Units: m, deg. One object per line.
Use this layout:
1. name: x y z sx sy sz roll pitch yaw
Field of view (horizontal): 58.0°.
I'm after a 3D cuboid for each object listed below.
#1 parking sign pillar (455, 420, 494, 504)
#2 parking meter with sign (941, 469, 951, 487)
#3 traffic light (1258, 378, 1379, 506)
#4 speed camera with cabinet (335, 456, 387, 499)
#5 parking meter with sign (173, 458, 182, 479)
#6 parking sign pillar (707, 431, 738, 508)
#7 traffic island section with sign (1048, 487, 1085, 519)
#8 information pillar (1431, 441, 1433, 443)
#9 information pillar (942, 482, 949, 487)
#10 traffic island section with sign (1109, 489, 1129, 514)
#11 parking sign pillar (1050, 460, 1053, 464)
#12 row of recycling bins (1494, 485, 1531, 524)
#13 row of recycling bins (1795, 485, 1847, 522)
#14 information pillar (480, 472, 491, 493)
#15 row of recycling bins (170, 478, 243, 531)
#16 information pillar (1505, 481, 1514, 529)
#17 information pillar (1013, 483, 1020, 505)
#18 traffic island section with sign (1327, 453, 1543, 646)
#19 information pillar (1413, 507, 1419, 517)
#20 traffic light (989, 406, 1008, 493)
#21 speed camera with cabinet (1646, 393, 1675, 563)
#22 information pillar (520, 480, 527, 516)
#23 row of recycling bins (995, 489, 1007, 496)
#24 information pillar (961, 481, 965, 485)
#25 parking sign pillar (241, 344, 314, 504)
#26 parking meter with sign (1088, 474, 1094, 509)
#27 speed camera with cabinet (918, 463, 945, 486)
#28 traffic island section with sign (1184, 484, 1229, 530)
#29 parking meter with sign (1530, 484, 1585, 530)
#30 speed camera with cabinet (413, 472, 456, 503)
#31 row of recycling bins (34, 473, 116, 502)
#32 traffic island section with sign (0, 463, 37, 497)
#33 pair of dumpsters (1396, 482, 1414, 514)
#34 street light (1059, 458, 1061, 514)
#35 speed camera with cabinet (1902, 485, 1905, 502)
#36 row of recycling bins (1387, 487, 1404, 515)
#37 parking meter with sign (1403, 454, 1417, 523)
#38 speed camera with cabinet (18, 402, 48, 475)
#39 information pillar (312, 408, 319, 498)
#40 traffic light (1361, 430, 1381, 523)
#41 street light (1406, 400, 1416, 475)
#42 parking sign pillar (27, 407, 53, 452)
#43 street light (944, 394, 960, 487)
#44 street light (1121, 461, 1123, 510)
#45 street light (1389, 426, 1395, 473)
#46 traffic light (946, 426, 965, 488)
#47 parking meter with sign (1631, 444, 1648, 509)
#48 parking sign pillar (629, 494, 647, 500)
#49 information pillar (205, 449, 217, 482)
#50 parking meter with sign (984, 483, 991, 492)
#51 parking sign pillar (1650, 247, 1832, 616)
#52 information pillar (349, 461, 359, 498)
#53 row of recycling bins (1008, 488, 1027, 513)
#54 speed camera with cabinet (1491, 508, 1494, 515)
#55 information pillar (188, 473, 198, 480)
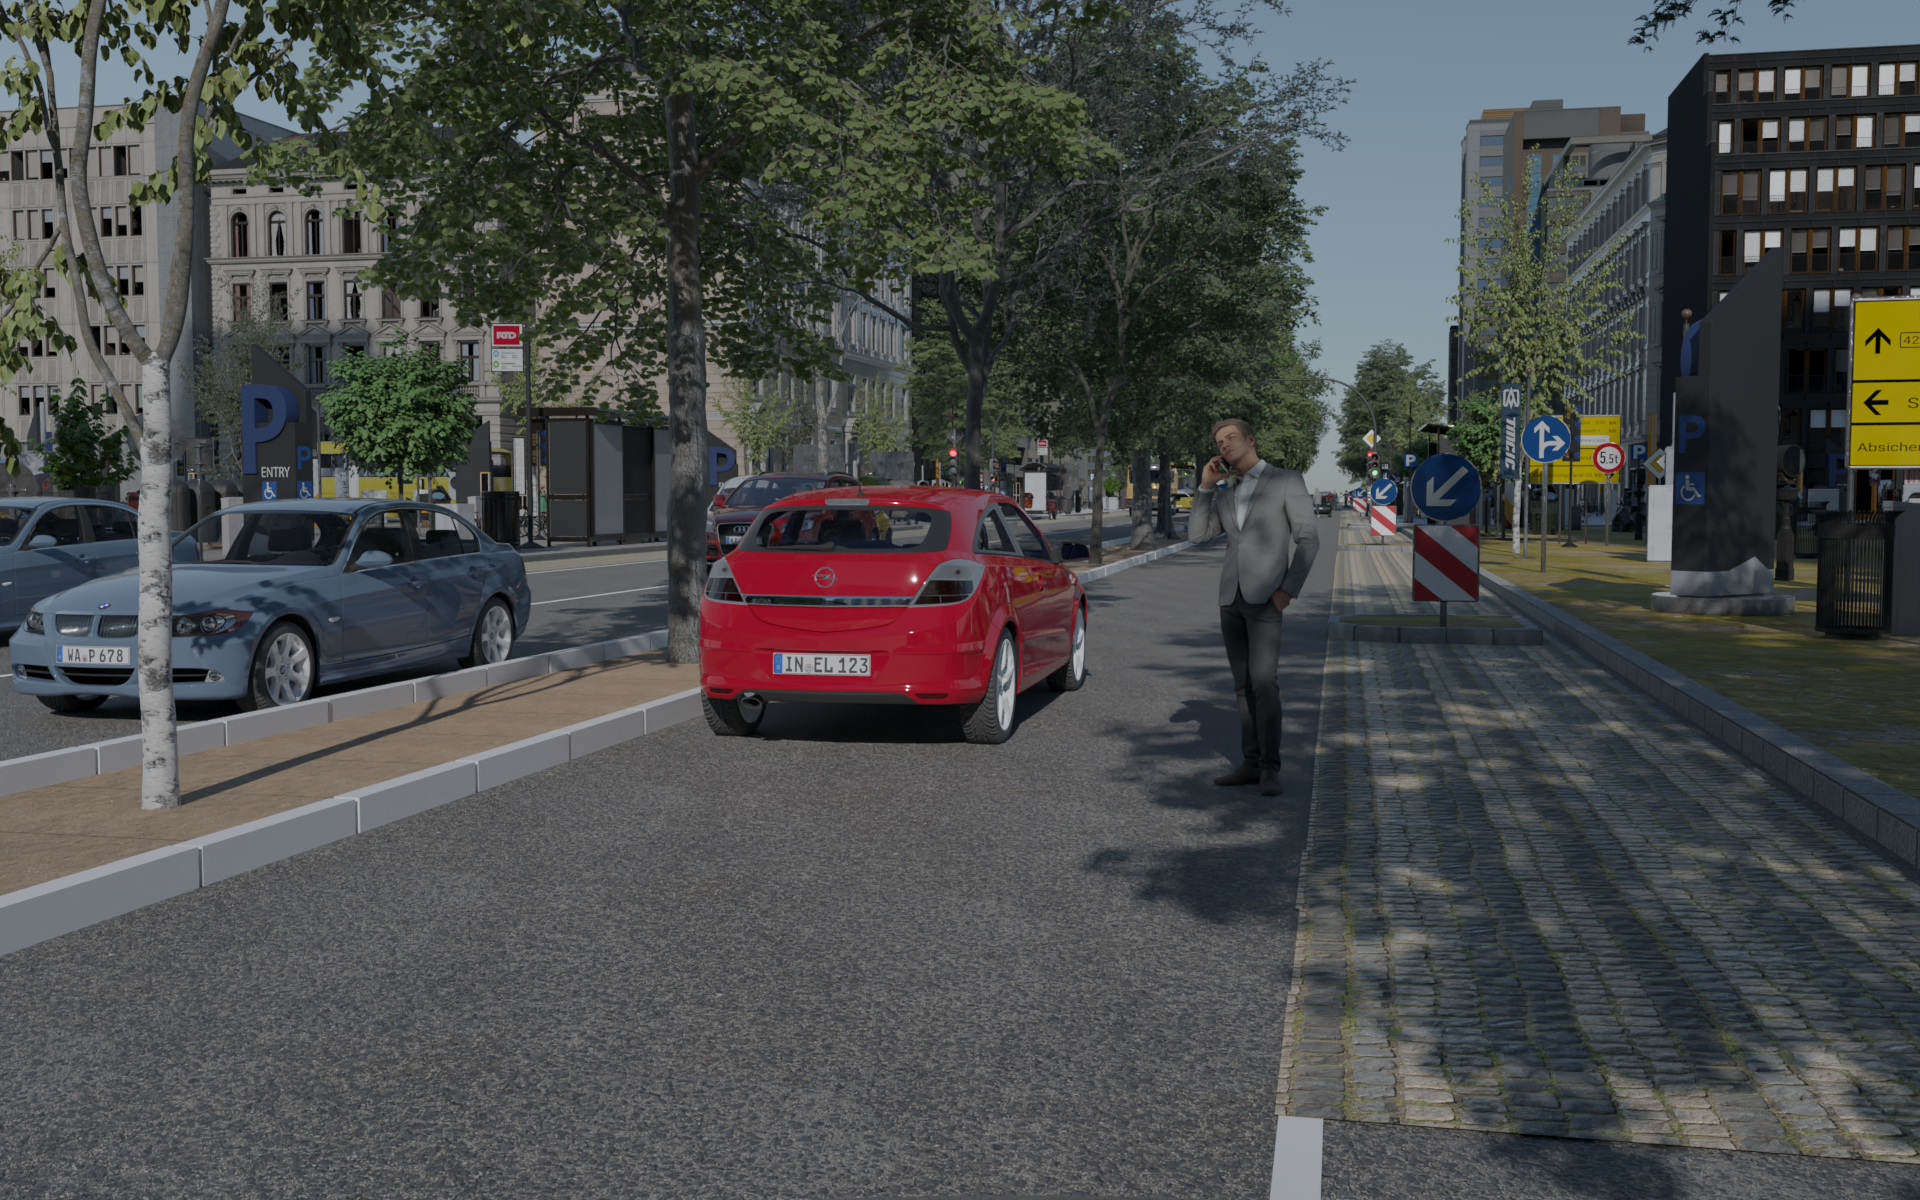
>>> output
1. parking sign pillar: -17.823 -4.594 63.581 1.447 3.967 1.447 0 4 6
2. parking meter with sign: -0.842 -6.766 106.892 0.543 3.016 1.738 -2 4 -26
3. traffic light: 14.104 -5.706 67.965 4.771 5.953 1.251 1 4 12
4. speed camera with cabinet: -25.715 -4.894 74.355 2.038 3.252 0.660 -2 4 -34
5. parking meter with sign: -28.437 -4.019 61.964 1.738 3.016 0.543 3 5 43
6. parking sign pillar: -9.858 -5.092 71.732 1.447 3.967 1.447 -1 4 -21
7. traffic island section with sign: 6.210 -5.618 100.488 1.989 1.847 2.006 1 4 12
8. information pillar: 20.974 -5.235 76.946 0.183 3.616 0.504 2 4 28
9. information pillar: -0.870 -6.026 103.012 0.304 2.012 0.304 -3 4 -38
10. traffic island section with sign: 12.036 -7.228 126.808 1.989 1.847 2.006 1 4 12
11. parking sign pillar: 7.255 -9.145 137.997 1.447 3.967 1.447 -1 4 -14
12. row of recycling bins: 23.918 -4.156 75.058 1.069 1.692 3.534 2 4 32
13. row of recycling bins: 39.829 -4.538 81.315 3.534 1.692 1.069 1 4 22
14. information pillar: -15.921 -3.283 58.169 0.304 2.012 0.304 0 4 -5
15. row of recycling bins: -20.149 -2.406 46.456 1.069 1.692 3.534 1 4 15
16. information pillar: 20.117 -4.409 63.440 0.183 3.616 0.504 -1 4 -19
17. information pillar: 3.627 -6.519 111.075 0.304 2.012 0.304 -3 4 -39
18. traffic island section with sign: 4.717 -0.536 17.387 1.989 1.847 2.006 1 4 12
19. information pillar: 26.130 -6.574 98.833 0.183 3.616 0.504 2 4 32
20. traffic light: 3.584 -6.358 78.628 4.771 5.953 1.251 1 4 12
21. speed camera with cabinet: 13.712 -2.374 33.155 0.660 3.252 2.038 2 4 34
22. information pillar: -22.996 -5.302 91.178 0.304 2.012 0.304 3 5 40
23. row of recycling bins: 2.314 -8.120 139.882 3.534 1.692 1.069 -1 4 -14
24. information pillar: 0.257 -5.751 98.523 0.304 2.012 0.304 -2 4 -30
25. parking sign pillar: -12.126 -2.586 30.758 1.447 3.967 1.447 2 4 26
26. parking meter with sign: 11.287 -9.348 149.094 0.543 3.016 1.738 0 4 -6
27. speed camera with cabinet: -1.865 -7.641 119.271 2.038 3.252 0.660 1 4 12
28. traffic island section with sign: 10.057 -3.745 69.361 2.006 1.907 1.989 1 4 12
29. parking meter with sign: 21.218 -4.000 61.654 1.738 3.016 0.543 1 4 19
30. speed camera with cabinet: -20.650 -4.557 68.843 2.038 3.252 0.660 0 4 -7
31. row of recycling bins: -17.733 -1.638 33.898 3.534 1.692 1.069 2 4 34
32. traffic island section with sign: -11.543 -0.713 20.292 1.989 1.847 2.006 1 4 12
33. pair of dumpsters: 28.435 -6.638 111.019 1.574 2.255 4.437 1 4 12
34. street light: 6.432 -8.448 110.907 0.468 5.910 1.993 1 4 12
35. speed camera with cabinet: 14.642 -1.871 24.926 0.660 3.252 2.038 -1 4 -21
36. row of recycling bins: 26.640 -6.036 105.802 1.069 1.692 3.534 1 4 16
37. parking meter with sign: 19.839 -4.906 76.468 0.543 3.016 1.738 1 4 13
38. speed camera with cabinet: -20.068 -2.672 38.031 0.660 3.252 2.038 -1 4 -11
39. information pillar: -15.401 -3.029 40.871 0.183 3.616 0.504 3 4 38
40. traffic light: 17.892 -5.292 75.451 0.839 4.253 0.868 1 4 12
41. street light: 22.204 -6.894 85.508 0.468 5.910 1.993 1 4 12
42. parking sign pillar: -28.779 -4.019 54.186 1.447 3.967 1.447 -3 5 -40
43. street light: -0.338 -6.548 79.840 0.468 5.910 1.993 1 4 12
44. street light: 13.327 -10.346 141.946 0.468 5.910 1.993 1 4 12
45. street light: 29.088 -8.797 116.617 0.468 5.910 1.993 1 4 12
46. traffic light: -0.204 -5.035 71.249 0.839 4.253 0.868 1 4 12
47. parking meter with sign: 24.049 -3.978 61.305 0.543 3.016 1.738 2 4 24
48. parking sign pillar: -9.683 -4.015 54.119 1.447 3.967 1.447 1 4 20
49. information pillar: -32.878 -5.179 76.027 0.504 3.616 0.183 -1 4 -16
50. parking meter with sign: 1.961 -7.289 115.433 0.543 3.016 1.738 3 5 43
51. parking sign pillar: 8.318 -1.854 18.792 1.447 3.967 1.447 -2 4 -34
52. information pillar: -17.482 -3.584 49.951 0.183 3.616 0.504 -3 5 -42
53. row of recycling bins: 4.624 -6.898 119.890 1.069 1.692 3.534 2 4 25
54. speed camera with cabinet: 30.076 -6.352 98.185 2.038 3.252 0.660 0 4 -6
55. information pillar: -26.339 -3.375 59.674 0.304 2.012 0.304 2 4 34
